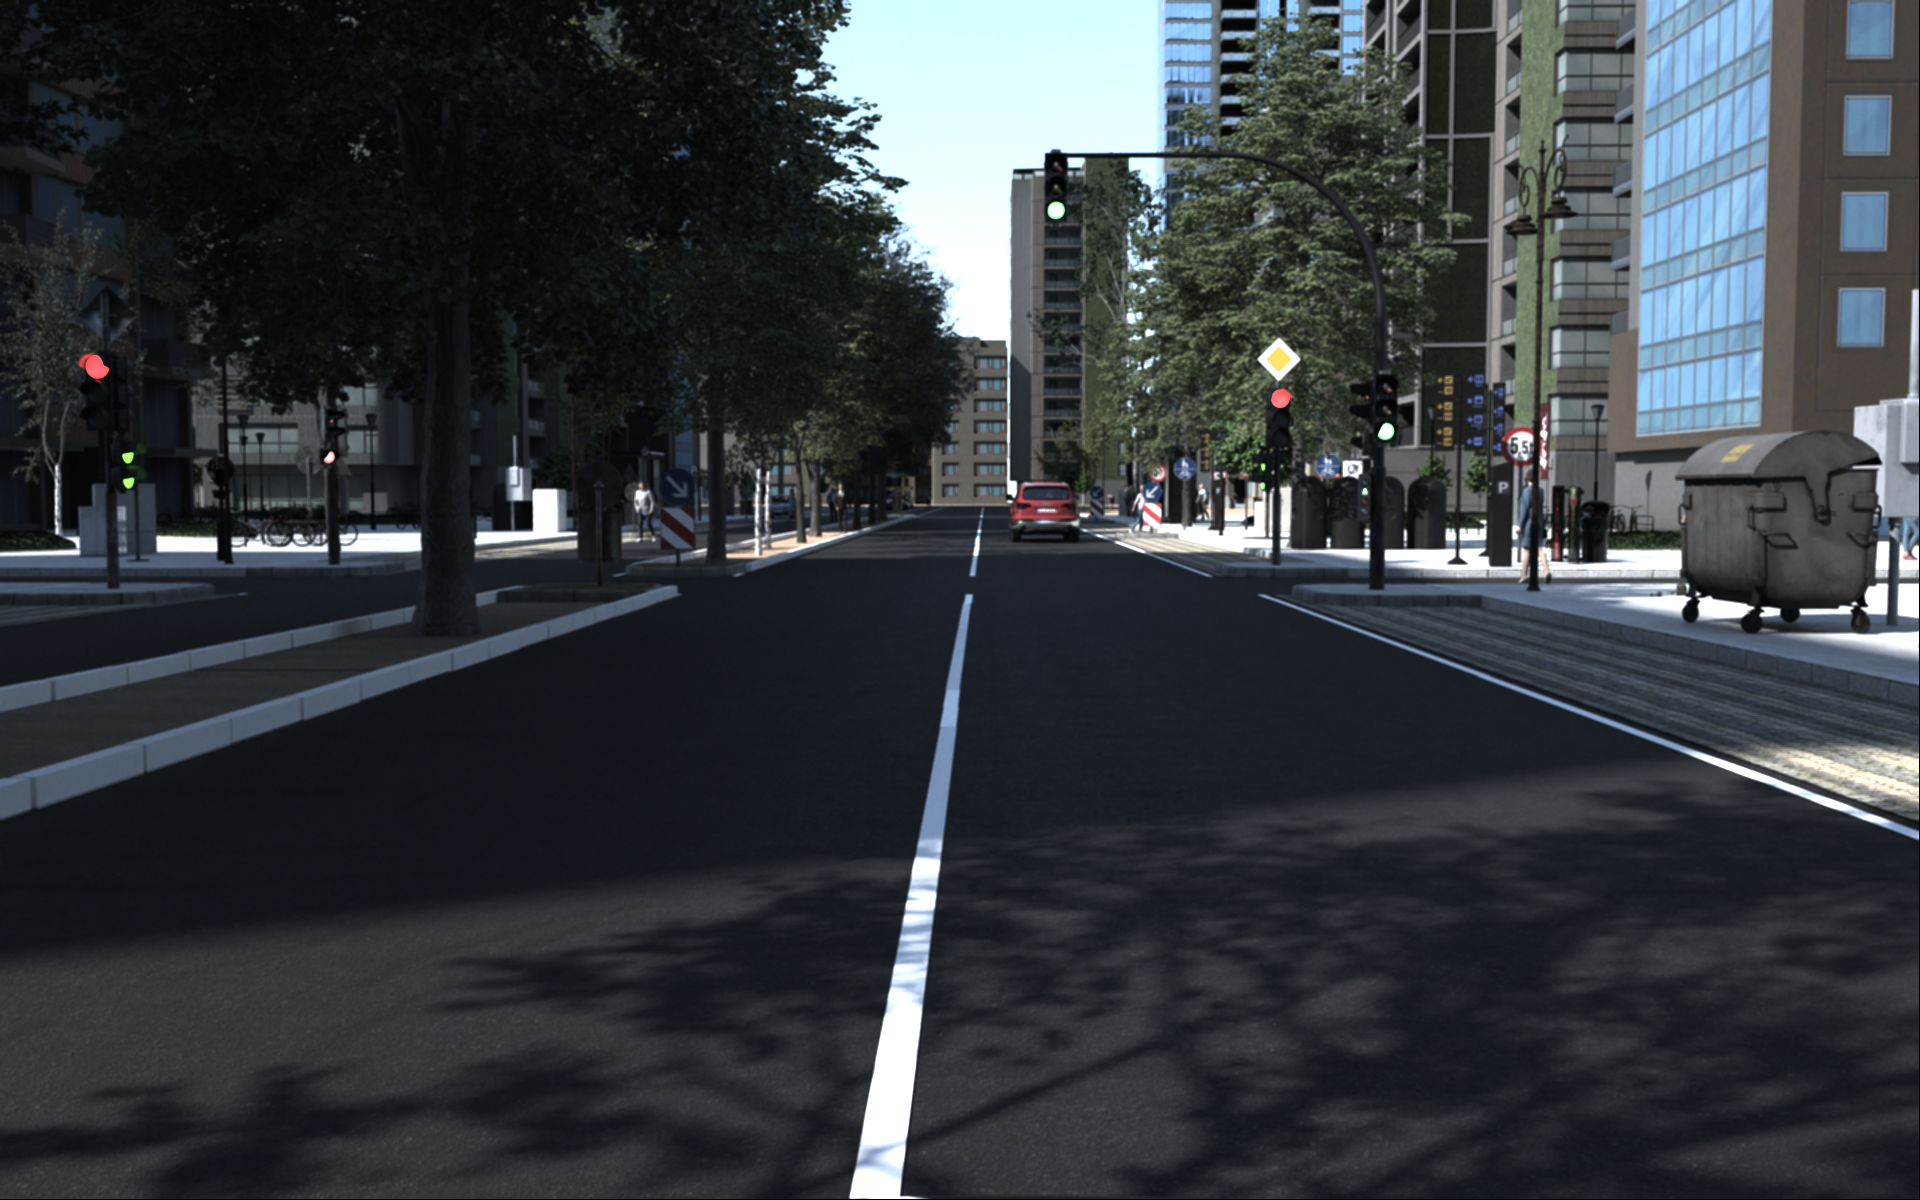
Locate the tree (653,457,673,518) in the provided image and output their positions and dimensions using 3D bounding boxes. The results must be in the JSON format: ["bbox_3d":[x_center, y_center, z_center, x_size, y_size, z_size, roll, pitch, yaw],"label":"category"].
[{"bbox_3d":[-15.685,-5.926,91.493,1.663,3.219,1.824,0,3,0],"label":"tree"}]

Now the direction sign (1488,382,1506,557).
[{"bbox_3d":[10.839,-2.660,35.486,0.379,3.537,0.876,-1,4,-23],"label":"direction sign"}]

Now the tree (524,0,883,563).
[{"bbox_3d":[-4.869,-6.934,33.955,7.486,12.596,7.792,0,3,0],"label":"tree"}]

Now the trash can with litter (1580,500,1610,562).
[{"bbox_3d":[11.908,-1.302,32.678,0.624,1.170,1.055,1,4,15],"label":"trash can with litter"}]

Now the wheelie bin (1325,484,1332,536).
[{"bbox_3d":[11.141,-2.751,52.891,0.693,1.594,0.980,-1,4,-15],"label":"wheelie bin"}]

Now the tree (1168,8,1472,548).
[{"bbox_3d":[8.237,-7.544,41.472,7.486,12.596,7.792,0,3,0],"label":"tree"}]

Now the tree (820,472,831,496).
[{"bbox_3d":[-12.203,-9.770,154.347,1.663,3.219,1.824,0,3,0],"label":"tree"}]

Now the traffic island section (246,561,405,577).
[{"bbox_3d":[-11.408,-0.566,31.530,2.009,0.180,2.903,0,4,1],"label":"traffic island section"}]

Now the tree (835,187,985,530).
[{"bbox_3d":[-4.106,-9.551,68.978,12.009,13.543,11.850,0,3,0],"label":"tree"}]

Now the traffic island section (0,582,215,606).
[{"bbox_3d":[-11.524,-0.077,23.546,2.009,0.180,2.903,0,4,1],"label":"traffic island section"}]

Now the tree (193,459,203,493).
[{"bbox_3d":[-44.263,-7.053,99.035,4.285,4.588,4.351,0,3,0],"label":"tree"}]

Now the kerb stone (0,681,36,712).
[{"bbox_3d":[-6.315,0.660,11.407,0.120,0.150,1.000,0,4,1],"label":"kerb stone"}]

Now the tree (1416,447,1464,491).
[{"bbox_3d":[19.233,-4.602,69.839,1.663,3.219,1.824,0,3,0],"label":"tree"}]

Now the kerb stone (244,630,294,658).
[{"bbox_3d":[-6.249,0.409,15.511,0.120,0.150,1.000,0,4,1],"label":"kerb stone"}]

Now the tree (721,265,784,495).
[{"bbox_3d":[-10.959,-16.101,119.145,12.611,20.169,13.585,0,3,0],"label":"tree"}]

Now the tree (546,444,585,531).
[{"bbox_3d":[-14.068,-4.067,61.099,1.663,3.219,1.824,0,3,0],"label":"tree"}]

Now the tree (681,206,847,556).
[{"bbox_3d":[-4.675,-5.337,40.085,4.360,8.622,3.978,0,3,0],"label":"tree"}]

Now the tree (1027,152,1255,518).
[{"bbox_3d":[10.047,-14.594,94.498,12.611,20.169,13.585,0,3,0],"label":"tree"}]

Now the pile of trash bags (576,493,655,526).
[{"bbox_3d":[-13.977,-3.712,70.441,3.447,1.369,1.912,1,4,17],"label":"pile of trash bags"}]

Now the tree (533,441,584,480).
[{"bbox_3d":[-23.985,-7.400,104.696,4.285,4.588,4.351,0,3,0],"label":"tree"}]

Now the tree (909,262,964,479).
[{"bbox_3d":[-4.197,-11.155,91.489,9.857,13.997,8.962,0,3,0],"label":"tree"}]

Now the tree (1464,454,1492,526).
[{"bbox_3d":[21.107,-4.655,70.703,1.663,3.219,1.824,0,3,0],"label":"tree"}]

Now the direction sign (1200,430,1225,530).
[{"bbox_3d":[8.990,-4.260,61.654,0.876,3.537,0.379,1,4,20],"label":"direction sign"}]

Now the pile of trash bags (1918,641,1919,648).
[{"bbox_3d":[9.125,-0.206,13.128,3.447,1.369,1.912,3,5,41],"label":"pile of trash bags"}]

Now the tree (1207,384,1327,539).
[{"bbox_3d":[8.932,-4.041,49.782,4.285,4.588,4.351,0,3,0],"label":"tree"}]

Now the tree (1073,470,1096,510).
[{"bbox_3d":[9.723,-8.721,137.189,1.663,3.219,1.824,0,3,0],"label":"tree"}]

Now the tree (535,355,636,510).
[{"bbox_3d":[-14.124,-7.183,67.810,4.737,8.622,4.395,0,3,0],"label":"tree"}]

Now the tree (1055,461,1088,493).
[{"bbox_3d":[11.006,-11.436,170.699,4.285,4.588,4.351,0,3,0],"label":"tree"}]

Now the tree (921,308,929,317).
[{"bbox_3d":[-4.937,-8.412,58.120,7.486,12.596,7.792,0,3,0],"label":"tree"}]

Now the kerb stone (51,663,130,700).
[{"bbox_3d":[-6.287,0.597,12.436,0.120,0.150,1.000,0,4,1],"label":"kerb stone"}]

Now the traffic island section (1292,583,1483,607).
[{"bbox_3d":[5.616,-0.062,23.294,2.009,0.180,2.903,0,4,1],"label":"traffic island section"}]

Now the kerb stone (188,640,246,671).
[{"bbox_3d":[-6.265,0.471,14.489,0.120,0.150,1.000,0,4,1],"label":"kerb stone"}]

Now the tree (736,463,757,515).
[{"bbox_3d":[-13.055,-6.821,106.126,1.663,3.219,1.824,0,3,0],"label":"tree"}]

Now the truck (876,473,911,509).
[{"bbox_3d":[-6.257,-10.159,162.015,3.469,3.379,9.791,0,4,3],"label":"truck"}]

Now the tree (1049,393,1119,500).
[{"bbox_3d":[9.434,-10.685,125.068,4.737,8.622,4.395,0,3,0],"label":"tree"}]

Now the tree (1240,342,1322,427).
[{"bbox_3d":[14.347,-7.847,78.661,4.737,8.622,4.395,0,3,0],"label":"tree"}]

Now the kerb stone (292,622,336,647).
[{"bbox_3d":[-6.230,0.346,16.537,0.120,0.150,1.000,0,4,1],"label":"kerb stone"}]

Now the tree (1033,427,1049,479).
[{"bbox_3d":[9.955,-14.119,181.203,4.737,8.622,4.395,0,3,0],"label":"tree"}]

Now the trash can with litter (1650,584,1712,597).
[{"bbox_3d":[9.792,-0.668,21.982,2.233,1.210,1.678,0,4,-1],"label":"trash can with litter"}]

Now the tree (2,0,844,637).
[{"bbox_3d":[-5.243,-6.616,17.288,9.857,13.997,8.962,0,3,0],"label":"tree"}]

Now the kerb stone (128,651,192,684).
[{"bbox_3d":[-6.277,0.540,13.460,0.120,0.150,1.000,0,4,1],"label":"kerb stone"}]

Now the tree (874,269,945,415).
[{"bbox_3d":[-4.589,-6.953,50.546,8.767,10.594,7.601,0,4,1],"label":"tree"}]

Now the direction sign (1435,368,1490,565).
[{"bbox_3d":[9.062,-2.413,31.455,0.876,3.537,0.379,2,4,28],"label":"direction sign"}]

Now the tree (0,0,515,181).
[{"bbox_3d":[-5.087,-4.386,8.576,8.767,10.594,7.601,0,4,1],"label":"tree"}]

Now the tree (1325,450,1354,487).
[{"bbox_3d":[16.683,-4.915,74.968,1.663,3.219,1.824,0,3,0],"label":"tree"}]

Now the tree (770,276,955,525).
[{"bbox_3d":[-4.026,-9.328,80.722,9.928,11.665,9.643,0,3,0],"label":"tree"}]

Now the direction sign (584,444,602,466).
[{"bbox_3d":[-16.640,-5.299,78.634,0.876,3.537,0.379,1,4,15],"label":"direction sign"}]

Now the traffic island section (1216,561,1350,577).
[{"bbox_3d":[5.731,-0.550,31.278,2.009,0.180,2.903,0,4,1],"label":"traffic island section"}]

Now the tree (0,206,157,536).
[{"bbox_3d":[-23.454,-5.796,45.129,4.360,8.622,3.978,0,3,0],"label":"tree"}]
